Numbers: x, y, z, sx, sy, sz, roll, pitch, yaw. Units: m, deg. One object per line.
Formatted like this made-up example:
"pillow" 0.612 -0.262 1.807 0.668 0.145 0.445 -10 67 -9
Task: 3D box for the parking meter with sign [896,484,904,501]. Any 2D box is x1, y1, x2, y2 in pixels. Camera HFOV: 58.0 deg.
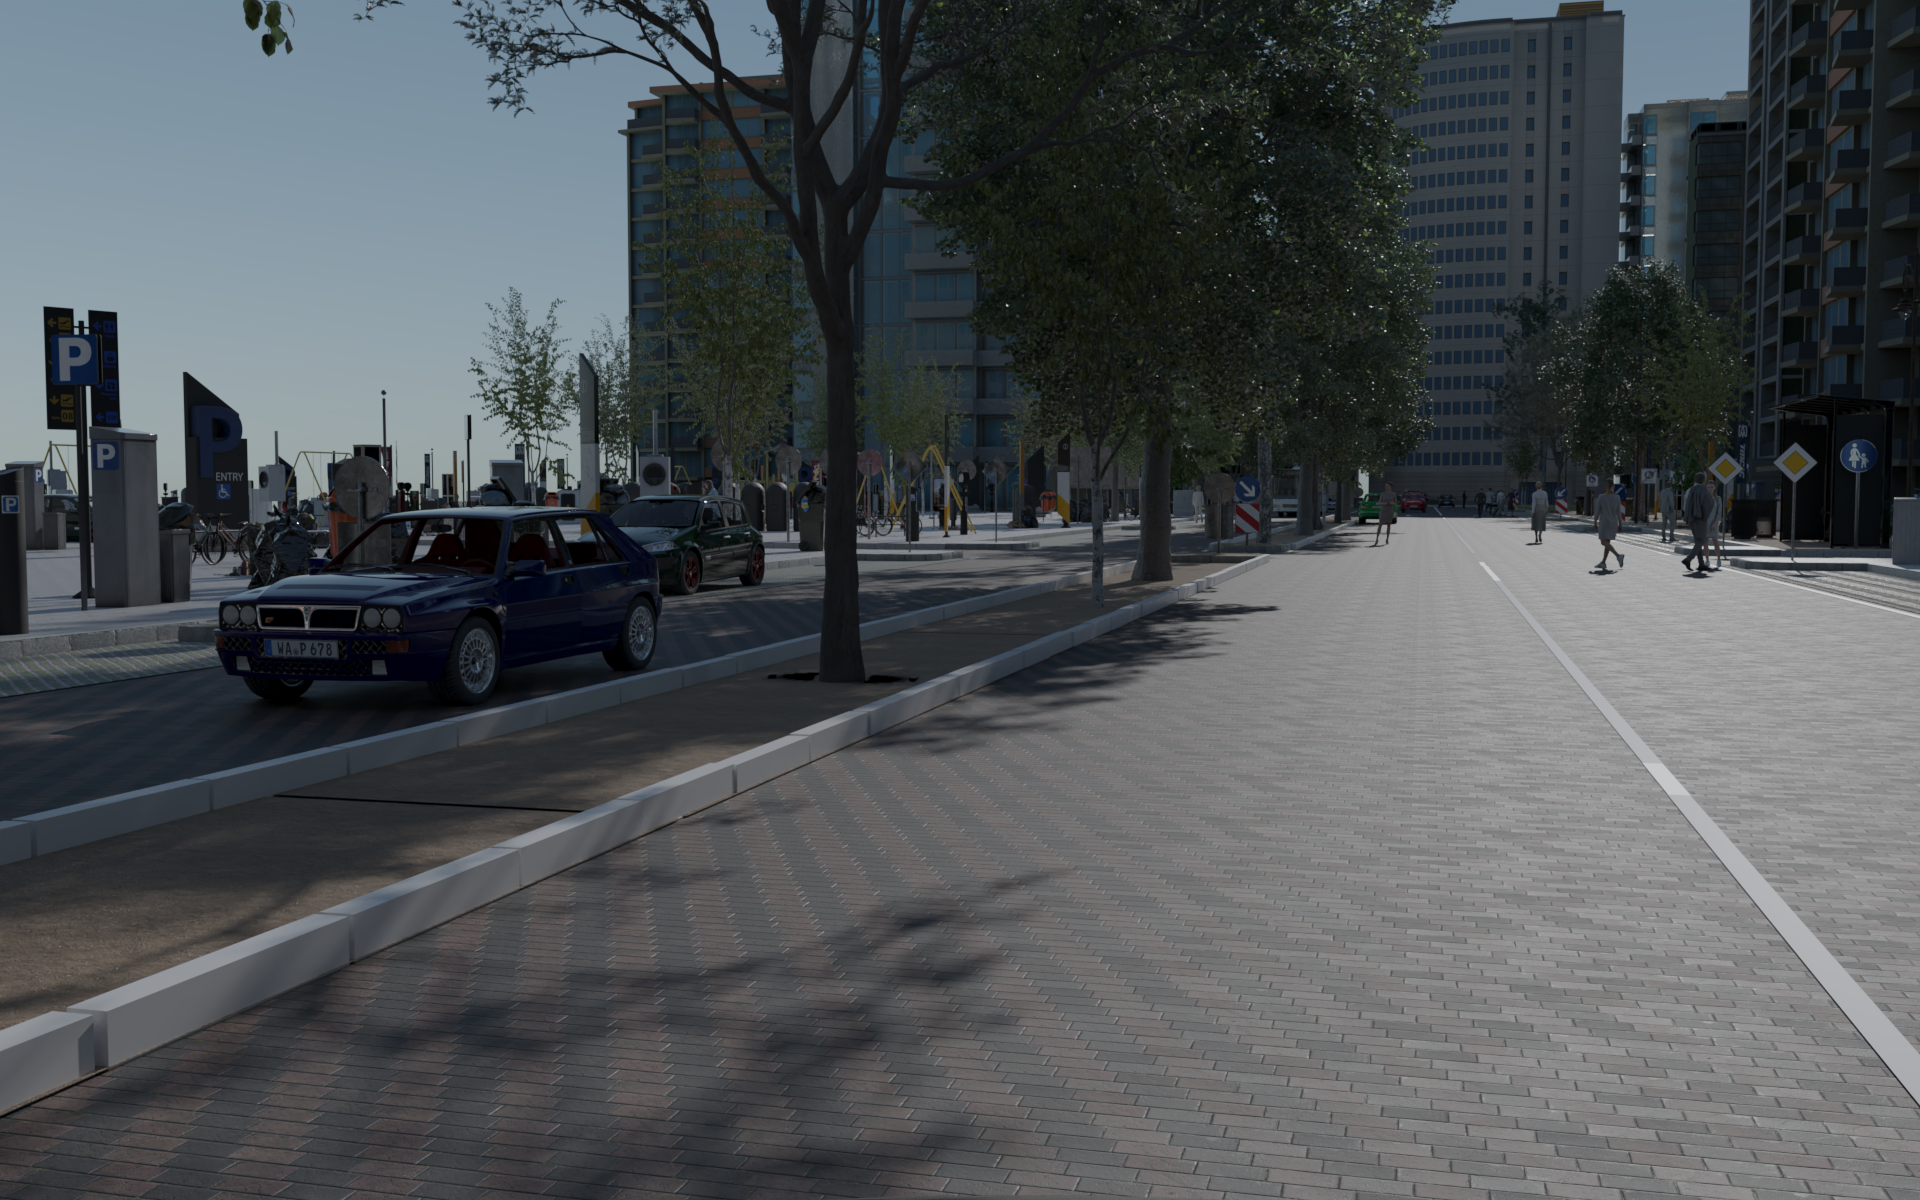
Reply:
"parking meter with sign" -4.078 -7.846 124.547 1.738 3.016 0.543 -3 5 -43

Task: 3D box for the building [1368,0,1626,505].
"building" 65.307 -41.086 213.757 28.212 58.520 21.231 1 4 15

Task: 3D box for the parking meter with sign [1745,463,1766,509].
"parking meter with sign" 44.477 -6.129 96.473 1.738 3.016 0.543 -1 4 -15

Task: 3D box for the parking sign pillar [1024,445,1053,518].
"parking sign pillar" 4.022 -6.515 94.985 1.447 3.967 1.447 -3 5 -44

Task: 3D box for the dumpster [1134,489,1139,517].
"dumpster" 10.462 -5.592 97.183 1.264 1.857 1.865 1 4 15

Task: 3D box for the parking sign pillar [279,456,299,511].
"parking sign pillar" -46.312 -7.995 119.188 1.447 3.967 1.447 2 4 32

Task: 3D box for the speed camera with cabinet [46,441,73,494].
"speed camera with cabinet" -33.115 -4.245 63.743 0.660 3.252 2.038 -2 4 -35

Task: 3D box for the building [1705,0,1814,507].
"building" 63.853 -41.515 117.023 20.563 71.187 20.611 1 4 15

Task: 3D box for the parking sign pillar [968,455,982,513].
"parking sign pillar" 0.776 -8.060 120.258 1.447 3.967 1.447 3 4 38

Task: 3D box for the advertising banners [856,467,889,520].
"advertising banners" -4.570 -5.509 86.258 2.074 3.025 0.090 -1 4 -18

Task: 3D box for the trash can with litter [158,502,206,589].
"trash can with litter" -10.546 -0.701 22.853 0.624 1.170 1.055 1 4 21

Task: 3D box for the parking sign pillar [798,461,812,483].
"parking sign pillar" -11.143 -8.327 124.623 1.447 3.967 1.447 -1 4 -11

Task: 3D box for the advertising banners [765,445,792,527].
"advertising banners" -6.891 -4.082 62.925 2.074 3.025 0.090 3 4 38

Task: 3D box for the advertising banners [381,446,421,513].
"advertising banners" -20.732 -4.160 64.208 0.090 3.025 2.074 2 4 24

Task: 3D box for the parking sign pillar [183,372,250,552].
"parking sign pillar" -16.598 -3.071 38.688 1.447 3.967 1.447 2 4 32

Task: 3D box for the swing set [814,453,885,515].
"swing set" -4.042 -4.143 65.357 2.862 2.851 3.119 3 4 38

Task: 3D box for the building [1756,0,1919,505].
"building" 57.599 -26.814 93.037 22.147 44.769 28.867 1 4 15

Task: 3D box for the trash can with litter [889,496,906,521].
"trash can with litter" -3.032 -4.287 81.486 1.055 1.170 0.624 -1 4 -12

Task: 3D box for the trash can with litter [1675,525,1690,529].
"trash can with litter" 27.253 -3.256 64.298 2.233 1.210 1.678 -1 4 -16

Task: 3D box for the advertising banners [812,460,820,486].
"advertising banners" -8.099 -5.658 88.693 2.074 3.025 0.090 0 4 -5

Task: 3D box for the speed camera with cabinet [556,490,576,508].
"speed camera with cabinet" -16.443 -4.958 75.398 2.038 3.252 0.660 0 4 3

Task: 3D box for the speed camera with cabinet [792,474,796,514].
"speed camera with cabinet" -10.765 -7.200 112.058 0.660 3.252 2.038 0 4 7

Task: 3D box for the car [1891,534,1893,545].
"car" 22.087 -1.672 36.132 4.718 1.807 1.959 1 4 13

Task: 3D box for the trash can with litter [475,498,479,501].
"trash can with litter" -14.119 -2.483 51.989 0.624 1.170 1.055 -3 4 -38

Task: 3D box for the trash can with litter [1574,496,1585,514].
"trash can with litter" 39.707 -6.096 111.057 0.624 1.170 1.055 1 4 20

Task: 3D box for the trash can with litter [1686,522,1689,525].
"trash can with litter" 30.735 -3.714 72.118 1.055 1.170 0.624 2 4 26

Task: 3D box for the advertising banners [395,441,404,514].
"advertising banners" -18.721 -3.762 57.693 0.090 3.025 2.074 -1 4 -15

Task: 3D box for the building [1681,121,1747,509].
"building" 64.164 -22.288 136.117 14.160 30.474 14.107 1 4 15

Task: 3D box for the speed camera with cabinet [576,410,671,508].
"speed camera with cabinet" -7.801 -2.816 40.382 2.038 3.252 0.660 0 4 -5

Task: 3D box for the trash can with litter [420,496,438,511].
"trash can with litter" -16.615 -2.564 52.984 2.233 1.210 1.678 0 4 -8

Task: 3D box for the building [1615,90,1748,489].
"building" 94.069 -35.991 208.064 30.456 49.044 23.786 1 4 15

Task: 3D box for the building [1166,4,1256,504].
"building" 26.568 -48.026 223.480 20.611 71.187 20.563 1 4 15

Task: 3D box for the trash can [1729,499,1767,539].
"trash can" 22.207 -2.292 49.123 0.748 1.137 0.748 0 3 0

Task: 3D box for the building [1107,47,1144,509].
"building" 10.082 -31.176 159.840 14.600 45.320 14.200 1 4 15

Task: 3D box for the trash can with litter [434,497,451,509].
"trash can with litter" -17.388 -2.815 57.418 0.624 1.170 1.055 1 4 9

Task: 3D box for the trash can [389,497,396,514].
"trash can" -23.551 -3.718 72.447 0.748 1.137 0.748 0 3 0

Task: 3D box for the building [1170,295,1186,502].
"building" 15.987 -24.941 179.485 14.107 30.474 14.160 1 4 15

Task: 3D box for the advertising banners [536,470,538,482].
"advertising banners" -29.266 -7.596 120.378 0.090 3.025 2.074 -2 4 -23

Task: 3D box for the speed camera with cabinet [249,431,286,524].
"speed camera with cabinet" -22.028 -3.685 54.579 2.038 3.252 0.660 3 5 41

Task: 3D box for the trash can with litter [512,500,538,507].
"trash can with litter" -7.552 -1.178 30.640 0.624 1.170 1.055 1 4 17

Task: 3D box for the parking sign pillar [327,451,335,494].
"parking sign pillar" -38.827 -7.255 107.089 1.447 3.967 1.447 -1 4 -18

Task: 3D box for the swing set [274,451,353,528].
"swing set" -23.564 -4.075 64.250 2.862 2.851 3.119 1 4 15

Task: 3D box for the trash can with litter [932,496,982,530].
"trash can with litter" -0.224 -3.157 62.676 1.678 1.210 2.233 -1 4 -13

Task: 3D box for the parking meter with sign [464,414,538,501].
"parking meter with sign" -10.042 -2.579 38.422 1.738 3.016 0.543 -1 4 -23

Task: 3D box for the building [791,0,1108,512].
"building" 0.233 -31.784 139.284 23.786 49.044 30.456 1 4 15

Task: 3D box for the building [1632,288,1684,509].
"building" 77.110 -19.019 155.992 27.650 21.520 28.899 1 4 15

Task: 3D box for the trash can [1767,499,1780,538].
"trash can" 23.581 -2.389 50.718 0.748 1.137 0.748 0 3 0

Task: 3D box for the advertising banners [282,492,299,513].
"advertising banners" -45.238 -7.321 115.884 2.074 3.025 0.090 1 4 10

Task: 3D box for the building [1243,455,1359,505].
"building" 43.174 -27.310 218.226 14.107 30.474 14.160 1 4 15

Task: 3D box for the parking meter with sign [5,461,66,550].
"parking meter with sign" -21.521 -2.666 39.853 1.738 3.016 0.543 0 4 4

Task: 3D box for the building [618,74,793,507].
"building" -19.713 -32.380 184.044 28.867 44.769 22.147 1 4 15

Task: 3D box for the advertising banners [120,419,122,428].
"advertising banners" -20.367 -2.765 41.393 0.090 3.025 2.074 -3 5 -44

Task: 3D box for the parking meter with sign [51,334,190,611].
"parking meter with sign" -9.523 -1.440 19.807 0.543 3.016 1.738 1 4 9

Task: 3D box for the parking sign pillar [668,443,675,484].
"parking sign pillar" -15.384 -6.296 91.415 1.447 3.967 1.447 0 4 2

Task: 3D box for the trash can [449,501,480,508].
"trash can" -10.138 -1.473 35.730 0.748 1.137 0.748 0 3 0

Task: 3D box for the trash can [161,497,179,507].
"trash can" -42.794 -5.010 93.573 0.748 1.137 0.748 0 3 0

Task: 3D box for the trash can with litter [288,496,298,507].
"trash can with litter" -30.356 -4.170 79.239 2.233 1.210 1.678 2 4 31

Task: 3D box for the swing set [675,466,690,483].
"swing set" -16.276 -6.101 97.365 2.862 2.851 3.119 -3 4 -39

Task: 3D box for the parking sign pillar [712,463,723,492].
"parking sign pillar" -12.955 -6.420 93.445 1.447 3.967 1.447 1 4 14
